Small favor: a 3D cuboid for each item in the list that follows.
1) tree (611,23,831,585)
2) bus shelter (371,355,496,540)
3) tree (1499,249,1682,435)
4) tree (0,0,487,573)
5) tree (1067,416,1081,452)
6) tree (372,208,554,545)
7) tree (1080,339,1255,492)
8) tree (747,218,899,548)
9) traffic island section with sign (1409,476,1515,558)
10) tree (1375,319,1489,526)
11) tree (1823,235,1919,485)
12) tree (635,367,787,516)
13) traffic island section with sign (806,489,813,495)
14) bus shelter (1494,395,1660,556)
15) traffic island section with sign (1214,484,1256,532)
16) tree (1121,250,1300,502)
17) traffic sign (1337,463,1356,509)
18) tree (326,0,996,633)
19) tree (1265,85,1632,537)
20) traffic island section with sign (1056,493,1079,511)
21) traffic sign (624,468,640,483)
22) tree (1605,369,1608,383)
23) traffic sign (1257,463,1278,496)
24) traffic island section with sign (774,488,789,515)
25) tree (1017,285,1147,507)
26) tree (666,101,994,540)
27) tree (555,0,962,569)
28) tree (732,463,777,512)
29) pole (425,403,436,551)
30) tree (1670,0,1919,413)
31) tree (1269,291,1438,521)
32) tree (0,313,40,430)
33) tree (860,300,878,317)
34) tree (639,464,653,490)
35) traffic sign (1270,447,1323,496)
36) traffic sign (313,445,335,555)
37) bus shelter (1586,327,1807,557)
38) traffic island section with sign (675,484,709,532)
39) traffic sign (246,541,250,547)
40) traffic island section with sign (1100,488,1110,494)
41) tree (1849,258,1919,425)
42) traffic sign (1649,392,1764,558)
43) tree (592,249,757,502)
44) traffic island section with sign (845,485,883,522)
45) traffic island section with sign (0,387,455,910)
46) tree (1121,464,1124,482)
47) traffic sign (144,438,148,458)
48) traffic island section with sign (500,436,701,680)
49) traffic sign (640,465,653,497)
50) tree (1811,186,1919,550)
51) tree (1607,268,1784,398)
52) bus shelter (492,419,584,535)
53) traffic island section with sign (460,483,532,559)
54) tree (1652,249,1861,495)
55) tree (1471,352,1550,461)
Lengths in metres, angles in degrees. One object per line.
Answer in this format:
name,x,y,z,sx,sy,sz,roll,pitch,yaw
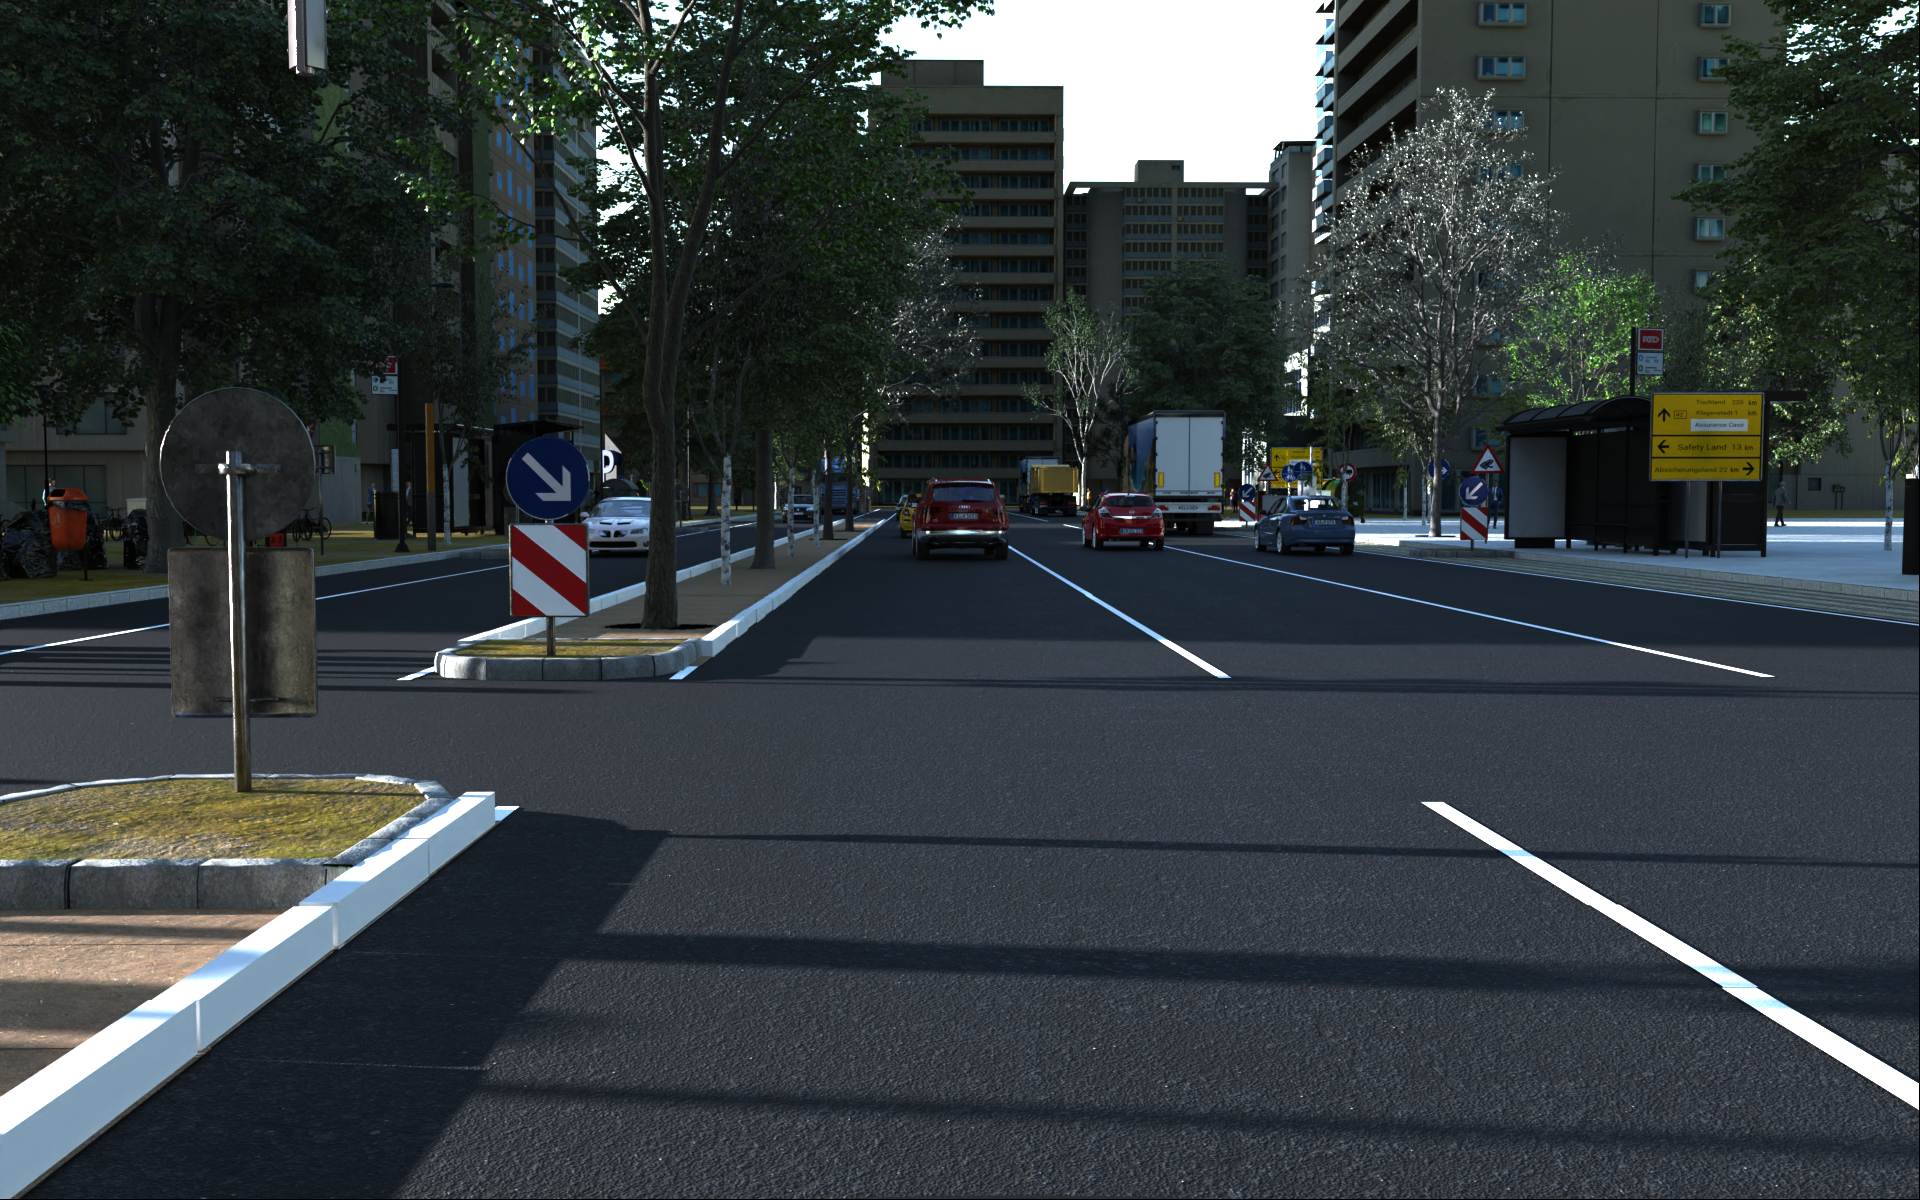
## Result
tree,-3.702,-4.550,27.219,4.360,8.622,3.978,0,3,0
bus shelter,-15.969,-4.596,52.778,2.179,5.291,8.768,0,4,-1
tree,27.065,-9.104,74.601,9.928,11.665,9.643,0,3,0
tree,-12.881,-7.419,27.962,9.857,13.997,8.962,0,3,0
tree,12.333,-12.348,136.302,8.767,10.594,7.601,1,4,15
tree,-12.625,-5.677,43.180,4.360,8.622,3.978,0,3,0
tree,13.105,-10.280,102.492,8.767,10.594,7.601,-2,4,-34
tree,-3.718,-5.631,44.887,4.737,8.622,4.395,0,3,0
traffic island section with sign,11.378,-1.891,39.542,1.989,1.847,2.006,0,4,-1
tree,20.405,-7.677,75.877,4.360,8.622,3.978,0,3,0
tree,25.833,-5.918,47.118,4.737,8.622,4.395,0,3,0
tree,-14.867,-11.373,102.956,9.611,12.733,9.660,0,3,0
traffic island section with sign,-12.350,-8.245,143.432,1.989,1.847,2.006,0,4,-1
bus shelter,13.723,-2.719,38.384,2.014,3.302,5.546,0,4,-1
traffic island section with sign,10.777,-3.539,66.490,1.989,1.847,2.006,0,4,-1
tree,12.788,-11.169,89.265,9.857,13.997,8.962,0,3,0
traffic sign,15.756,-4.314,70.641,0.768,2.556,0.104,0,4,6
tree,-3.067,-5.487,17.929,9.928,11.665,9.643,0,3,0
tree,14.378,-8.630,51.471,12.009,13.543,11.850,0,3,0
traffic island section with sign,9.028,-8.361,145.326,1.989,1.847,2.006,0,4,-1
traffic sign,-16.057,-5.178,84.762,0.768,2.556,0.104,0,4,1
tree,26.811,-7.021,65.153,4.360,8.622,3.978,0,3,0
traffic sign,12.733,-4.387,71.738,0.884,2.594,0.081,0,4,3
traffic island section with sign,-11.740,-6.597,116.484,1.989,1.847,2.006,0,4,-1
tree,11.512,-18.328,155.557,12.611,20.169,13.585,0,3,0
tree,-4.052,-8.585,53.190,12.009,13.543,11.850,0,3,0
tree,-3.849,-6.882,33.108,7.486,12.596,7.792,0,3,0
tree,-15.330,-8.827,128.029,4.285,4.588,4.351,0,3,0
pole,-11.944,-2.766,39.074,0.158,3.312,0.155,0,3,0
tree,14.372,-6.558,25.346,7.486,12.596,7.792,0,3,0
tree,13.362,-6.767,61.011,4.737,8.622,4.395,0,3,0
tree,-12.571,-2.215,19.926,4.285,4.588,4.351,0,3,0
tree,-3.856,-5.286,39.241,4.360,8.622,3.978,0,3,0
tree,-14.166,-5.365,82.323,1.663,3.219,1.824,0,3,0
traffic sign,14.596,-4.973,75.186,2.265,3.308,0.079,0,4,1
traffic sign,-13.345,-2.083,36.183,0.606,2.300,0.079,0,4,2
bus shelter,15.996,-3.775,39.352,2.179,5.291,8.768,0,4,-1
traffic island section with sign,-10.647,-3.511,66.028,1.989,1.847,2.006,0,4,-1
traffic sign,-15.323,-2.268,37.183,0.768,2.556,0.104,0,4,-1
traffic island section with sign,9.645,-6.667,117.635,1.989,1.847,2.006,0,4,-1
tree,38.202,-8.576,65.976,9.928,11.665,9.643,0,3,0
traffic sign,14.862,-2.488,34.560,2.265,3.308,0.079,0,4,-1
tree,-14.406,-11.266,90.847,9.857,13.997,8.962,0,3,0
traffic island section with sign,-4.917,-4.970,89.396,2.006,1.907,1.989,0,4,-1
traffic island section with sign,-3.094,0.077,6.870,2.006,1.907,1.989,0,4,-1
tree,12.713,-8.242,118.464,4.285,4.588,4.351,0,3,0
traffic sign,-15.474,-2.049,33.611,0.768,2.556,0.104,0,4,8
traffic island section with sign,-3.248,-0.375,14.276,2.006,1.907,1.989,0,4,-1
traffic sign,-13.689,-4.656,76.228,0.768,2.556,0.104,0,4,4
tree,21.081,-5.426,39.078,4.360,8.622,3.978,0,3,0
tree,24.395,-6.509,56.780,4.360,8.622,3.978,0,3,0
bus shelter,-13.921,-4.049,57.479,1.731,3.624,6.357,0,4,-1
traffic island section with sign,-10.045,-1.862,39.080,1.989,1.847,2.006,0,4,-1
tree,36.846,-10.024,80.907,9.611,12.733,9.660,0,3,0
tree,27.997,-8.363,87.099,4.737,8.622,4.395,0,3,0
